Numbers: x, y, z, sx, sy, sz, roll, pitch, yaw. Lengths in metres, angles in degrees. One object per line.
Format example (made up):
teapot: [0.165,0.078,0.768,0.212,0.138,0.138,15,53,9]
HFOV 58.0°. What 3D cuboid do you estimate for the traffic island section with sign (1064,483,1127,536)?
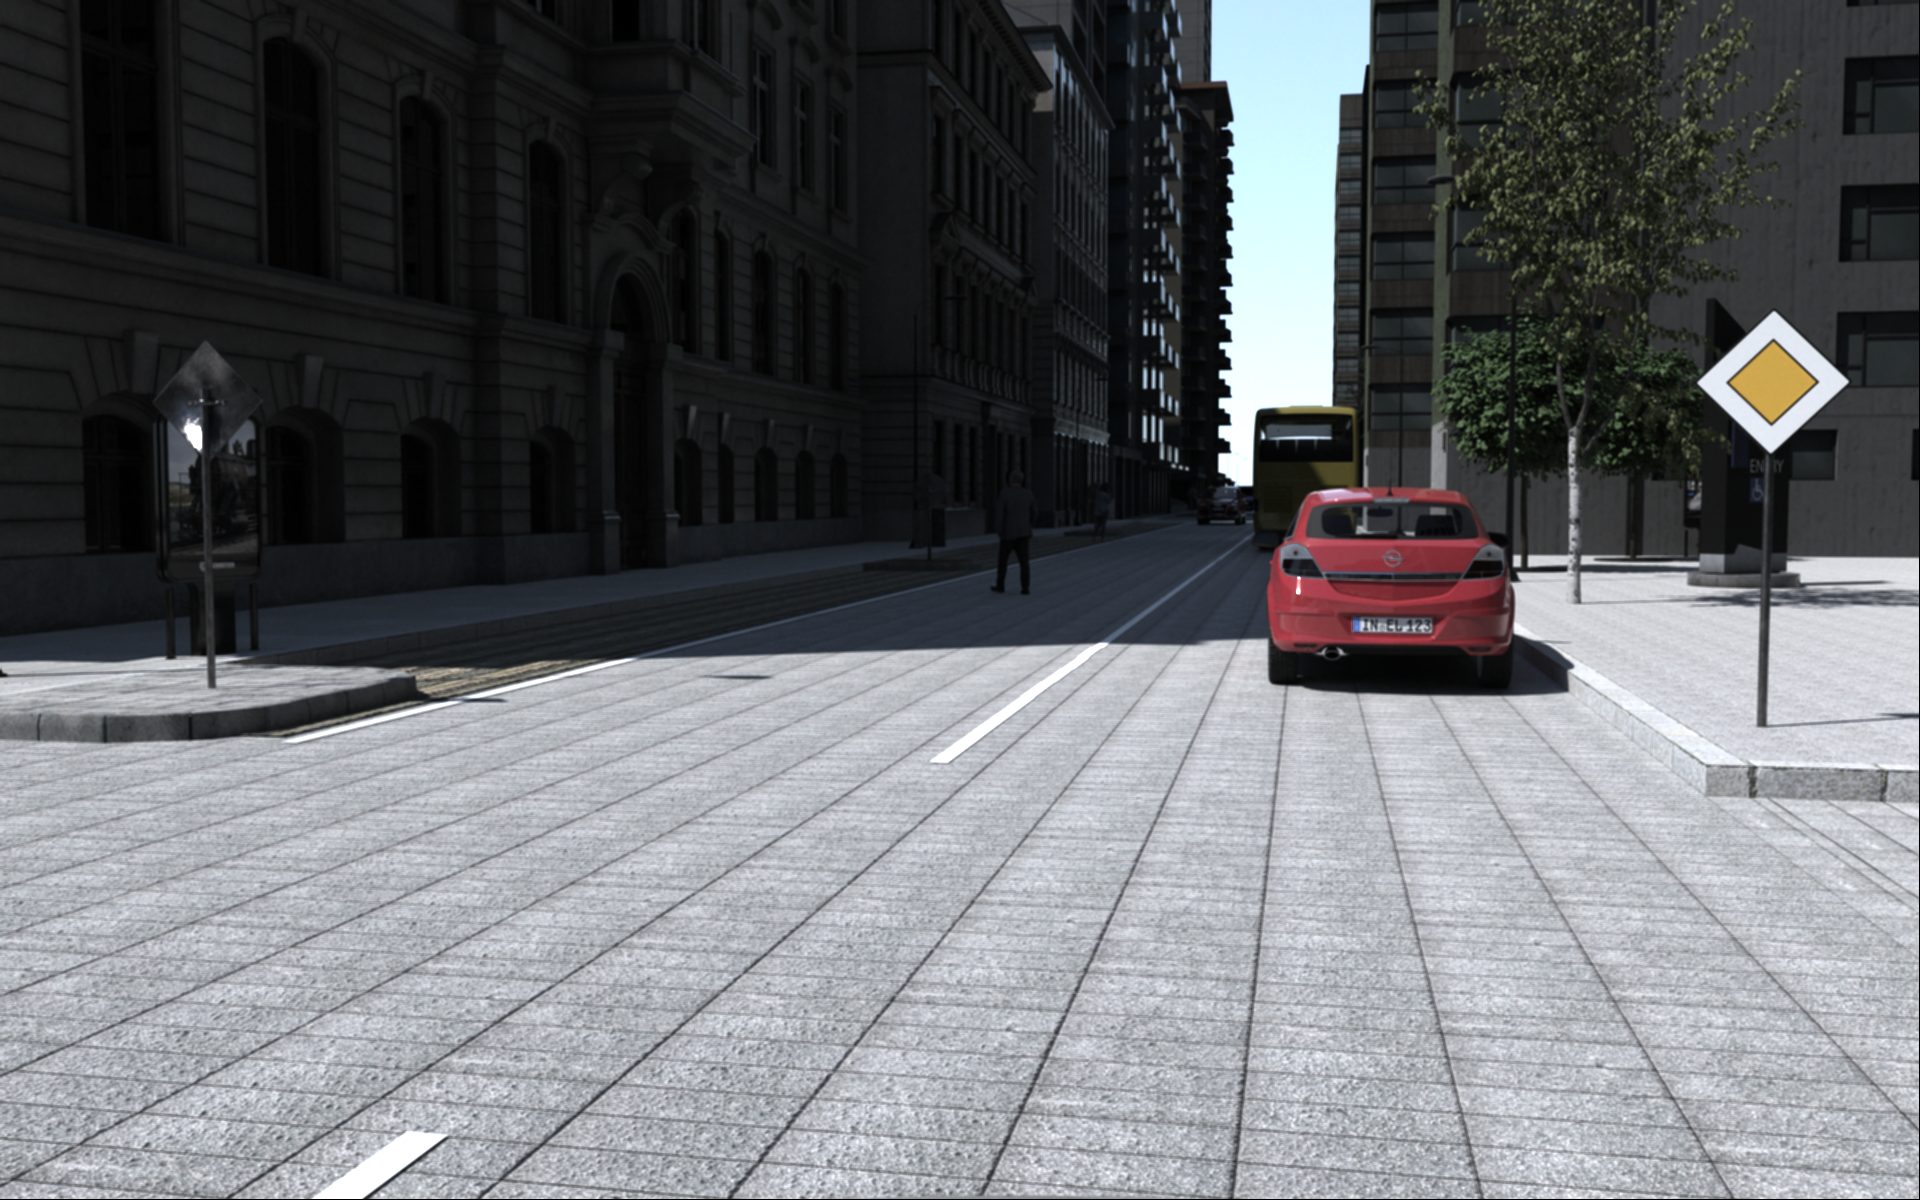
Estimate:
traffic island section with sign: [4.671,-3.102,59.345,1.989,1.847,2.006,1,4,11]

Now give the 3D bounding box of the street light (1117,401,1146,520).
street light: [8.596,-6.977,86.608,1.470,5.913,1.316,1,4,11]

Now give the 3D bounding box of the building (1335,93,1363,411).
building: [46.107,-30.309,179.140,14.154,41.232,14.086,1,4,11]

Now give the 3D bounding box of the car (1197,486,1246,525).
car: [12.388,-4.471,81.773,2.281,1.827,5.304,1,4,13]

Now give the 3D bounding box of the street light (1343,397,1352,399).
street light: [18.996,-6.745,82.827,1.470,5.913,1.316,1,4,11]

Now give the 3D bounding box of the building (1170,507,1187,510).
building: [4.937,-28.046,150.431,32.217,40.220,23.993,1,4,11]

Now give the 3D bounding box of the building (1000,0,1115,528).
building: [0.710,-13.754,74.023,9.793,20.994,18.267,1,4,11]

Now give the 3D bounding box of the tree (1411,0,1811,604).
tree: [7.155,-4.246,19.786,4.737,8.622,4.395,0,3,0]

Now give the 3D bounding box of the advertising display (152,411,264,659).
advertising display: [-5.971,-0.525,13.801,0.123,1.923,0.974,1,4,23]

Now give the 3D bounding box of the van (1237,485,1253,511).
van: [19.922,-7.028,119.291,2.240,2.365,5.245,1,4,12]

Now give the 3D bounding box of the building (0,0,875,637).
building: [-10.936,-12.854,29.248,14.460,24.649,34.723,1,4,11]

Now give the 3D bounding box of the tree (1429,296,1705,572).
tree: [9.542,-2.766,28.946,4.285,4.588,4.351,0,3,0]

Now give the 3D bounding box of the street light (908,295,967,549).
street light: [-0.516,-4.166,40.653,1.470,5.913,1.316,1,4,11]

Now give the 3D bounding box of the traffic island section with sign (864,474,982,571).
traffic island section with sign: [-0.632,-1.485,32.914,1.989,1.847,2.006,1,4,11]

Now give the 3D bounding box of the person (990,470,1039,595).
person: [0.761,-0.984,24.981,0.661,1.777,0.834,-2,4,-28]

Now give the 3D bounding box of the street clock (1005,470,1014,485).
street clock: [1.624,-2.927,52.419,0.471,2.002,0.358,3,5,42]

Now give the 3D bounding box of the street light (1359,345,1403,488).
street light: [13.202,-4.987,54.074,1.470,5.913,1.316,1,4,11]

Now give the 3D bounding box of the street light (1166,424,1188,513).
street light: [14.463,-8.734,115.346,1.470,5.913,1.316,1,4,11]

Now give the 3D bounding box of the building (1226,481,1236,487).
building: [20.617,-33.060,232.416,32.217,40.220,23.993,1,4,11]

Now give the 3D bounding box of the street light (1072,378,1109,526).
street light: [5.242,-5.925,69.414,1.470,5.913,1.316,1,4,11]

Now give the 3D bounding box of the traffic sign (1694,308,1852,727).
traffic sign: [4.415,-0.357,9.481,0.795,2.450,0.064,1,4,11]

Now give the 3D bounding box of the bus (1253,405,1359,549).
bus: [9.535,-3.444,47.864,2.896,3.916,12.252,1,4,11]

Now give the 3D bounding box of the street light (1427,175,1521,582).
street light: [7.506,-3.227,25.300,1.470,5.913,1.316,1,4,11]

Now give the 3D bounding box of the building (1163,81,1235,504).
building: [17.329,-32.309,182.879,22.147,44.769,28.867,1,4,11]

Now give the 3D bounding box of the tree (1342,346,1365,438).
tree: [19.760,-7.875,79.119,4.360,8.622,3.978,0,3,0]

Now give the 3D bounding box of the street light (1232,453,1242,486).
street light: [31.238,-13.811,198.351,1.470,5.913,1.316,1,4,11]

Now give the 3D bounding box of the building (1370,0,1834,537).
building: [22.069,-17.833,63.271,14.160,30.474,14.107,1,4,11]

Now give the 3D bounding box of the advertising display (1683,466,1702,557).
advertising display: [15.293,-1.843,35.351,0.974,1.923,0.123,1,4,10]

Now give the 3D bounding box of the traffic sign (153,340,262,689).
traffic sign: [-4.938,-0.473,11.375,0.795,2.450,0.064,1,4,11]

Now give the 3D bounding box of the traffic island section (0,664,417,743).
traffic island section: [-4.963,0.663,11.442,2.009,0.180,2.903,1,4,11]

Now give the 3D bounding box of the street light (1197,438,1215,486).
street light: [20.403,-10.537,144.824,1.470,5.913,1.316,1,4,11]

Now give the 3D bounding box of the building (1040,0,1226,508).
building: [21.510,-46.998,206.665,20.563,71.187,20.611,1,4,11]

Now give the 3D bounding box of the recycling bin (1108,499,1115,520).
recycling bin: [7.303,-4.485,85.886,0.722,1.027,0.722,0,4,4]

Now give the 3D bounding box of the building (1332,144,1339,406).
building: [59.765,-36.848,226.169,21.300,48.544,21.600,1,4,11]

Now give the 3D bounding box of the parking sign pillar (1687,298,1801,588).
parking sign pillar: [10.955,-2.180,24.116,1.447,3.967,1.447,-2,4,-28]

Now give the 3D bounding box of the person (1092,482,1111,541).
person: [4.272,-2.668,52.381,0.793,1.790,0.793,2,4,29]

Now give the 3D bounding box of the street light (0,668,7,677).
street light: [-6.345,-2.404,11.848,1.470,5.913,1.316,1,4,11]

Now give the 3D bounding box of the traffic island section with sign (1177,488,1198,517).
traffic island section with sign: [14.765,-6.172,109.547,1.989,1.847,2.006,1,4,11]

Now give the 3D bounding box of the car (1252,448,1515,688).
car: [3.497,-0.327,14.385,2.155,1.783,4.494,1,4,11]

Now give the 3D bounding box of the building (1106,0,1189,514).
building: [3.820,-30.757,122.487,23.786,49.044,30.456,1,4,11]

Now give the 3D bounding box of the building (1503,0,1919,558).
building: [18.510,-16.477,41.100,14.160,30.474,14.107,1,4,11]

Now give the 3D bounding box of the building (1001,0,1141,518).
building: [-0.331,-40.245,96.265,20.563,71.187,20.611,1,4,11]

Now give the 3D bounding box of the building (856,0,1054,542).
building: [-3.621,-11.695,55.833,10.561,19.102,19.286,1,4,11]

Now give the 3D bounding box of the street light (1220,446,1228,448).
street light: [25.415,-12.016,169.005,1.470,5.913,1.316,1,4,11]
